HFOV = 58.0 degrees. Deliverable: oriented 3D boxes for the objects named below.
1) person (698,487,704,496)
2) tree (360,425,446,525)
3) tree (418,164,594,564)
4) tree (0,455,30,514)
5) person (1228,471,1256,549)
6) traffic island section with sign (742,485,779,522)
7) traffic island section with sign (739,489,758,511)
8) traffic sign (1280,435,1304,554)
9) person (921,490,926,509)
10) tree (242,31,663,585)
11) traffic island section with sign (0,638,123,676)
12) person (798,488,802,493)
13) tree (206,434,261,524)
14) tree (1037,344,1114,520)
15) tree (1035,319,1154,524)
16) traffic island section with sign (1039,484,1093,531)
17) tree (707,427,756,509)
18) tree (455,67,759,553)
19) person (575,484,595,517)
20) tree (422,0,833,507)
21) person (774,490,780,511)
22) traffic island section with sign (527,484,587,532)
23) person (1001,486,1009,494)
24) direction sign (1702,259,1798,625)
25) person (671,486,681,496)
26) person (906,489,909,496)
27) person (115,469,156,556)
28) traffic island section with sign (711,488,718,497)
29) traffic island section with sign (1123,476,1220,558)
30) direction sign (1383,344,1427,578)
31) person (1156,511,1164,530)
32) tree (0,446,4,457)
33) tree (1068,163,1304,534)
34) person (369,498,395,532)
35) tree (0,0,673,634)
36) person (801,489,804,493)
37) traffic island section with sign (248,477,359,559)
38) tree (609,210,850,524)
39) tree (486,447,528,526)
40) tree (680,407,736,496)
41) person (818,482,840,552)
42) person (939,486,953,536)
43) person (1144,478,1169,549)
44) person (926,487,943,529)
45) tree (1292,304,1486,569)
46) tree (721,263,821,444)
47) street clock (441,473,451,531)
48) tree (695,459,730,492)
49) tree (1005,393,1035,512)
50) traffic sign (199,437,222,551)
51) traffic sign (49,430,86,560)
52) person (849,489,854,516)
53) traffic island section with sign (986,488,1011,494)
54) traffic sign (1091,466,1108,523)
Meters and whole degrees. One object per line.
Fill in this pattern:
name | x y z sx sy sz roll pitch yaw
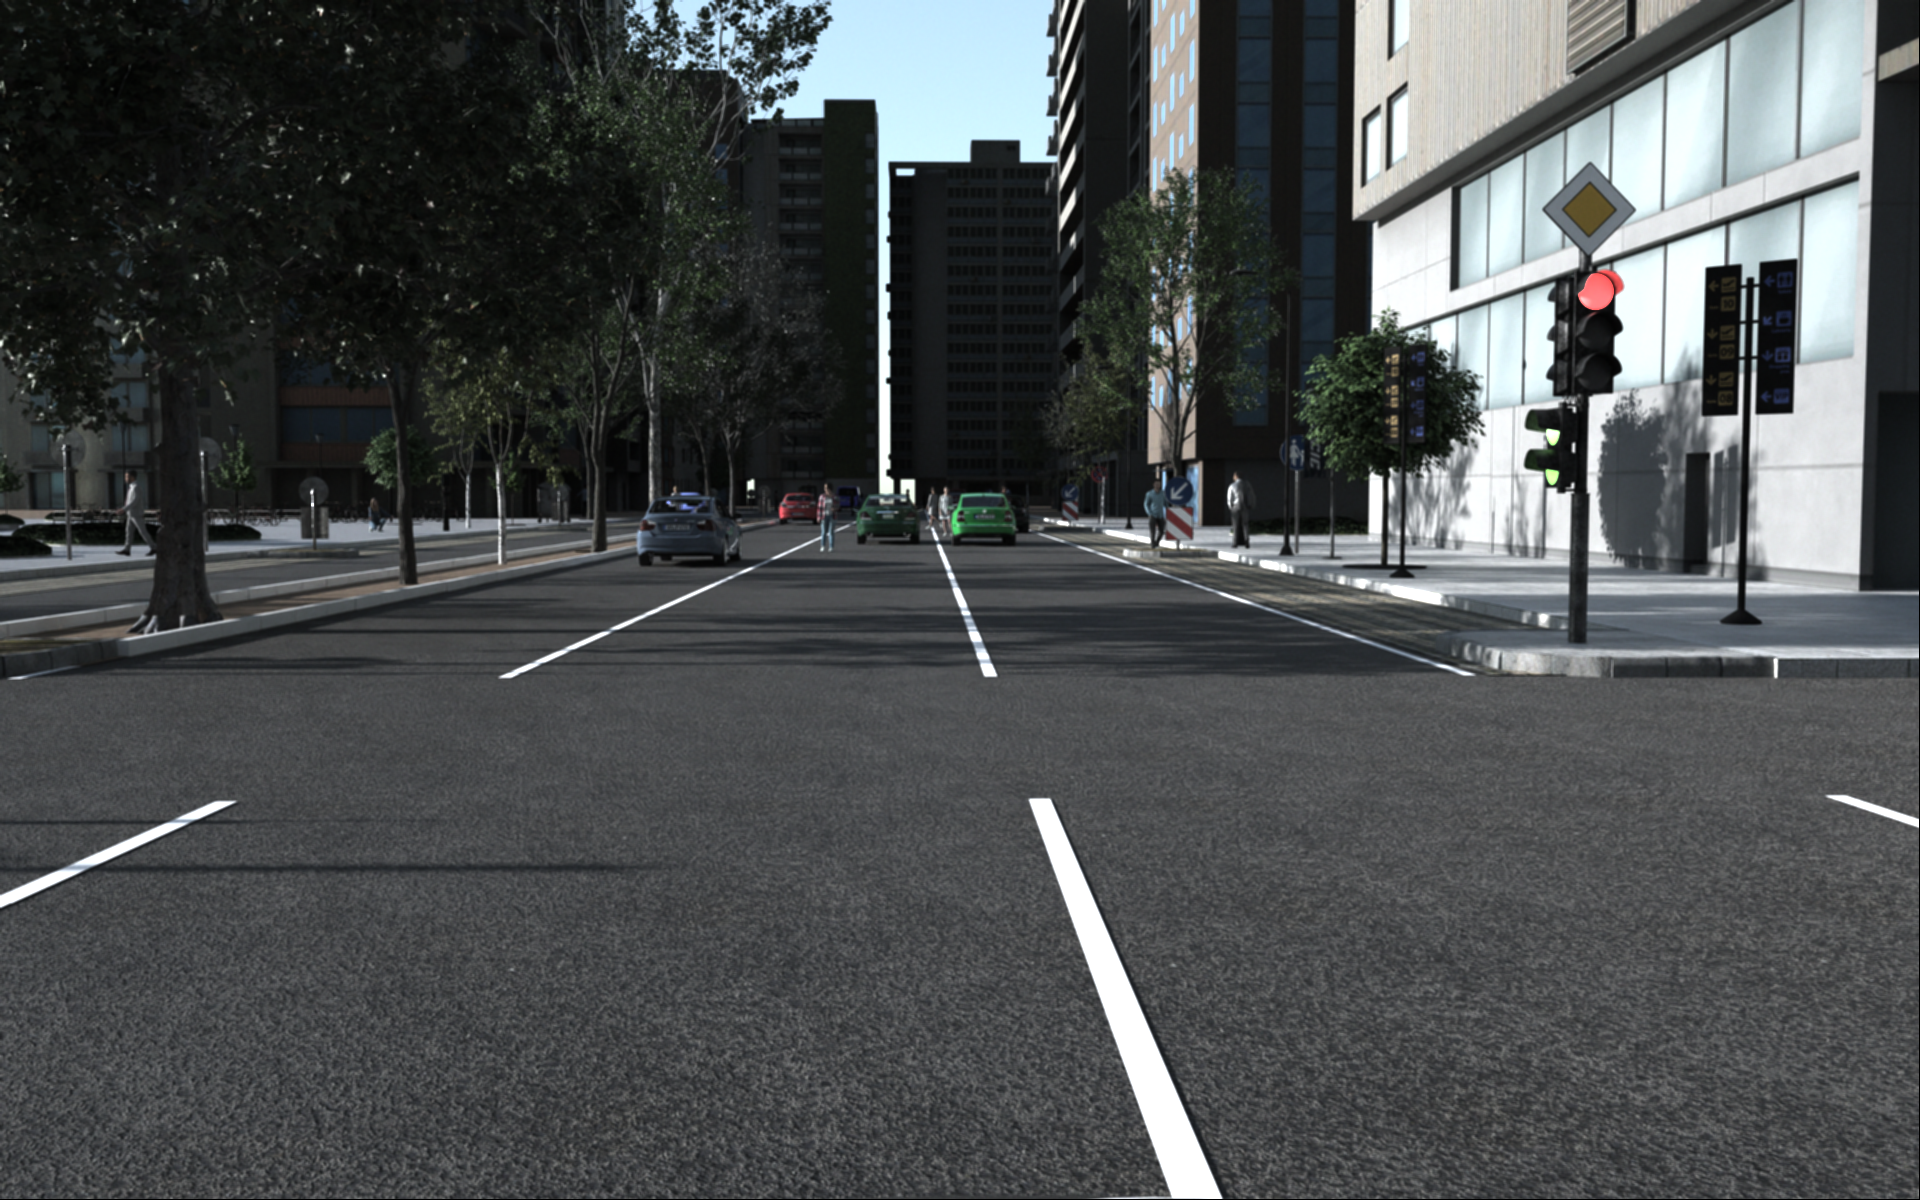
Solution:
person | -20.769 -8.139 139.134 1.348 1.821 0.705 -1 4 -21
tree | -23.562 -5.463 73.035 4.285 4.588 4.351 0 3 0
tree | -9.235 -5.006 34.669 4.737 8.622 4.395 0 3 0
tree | -46.514 -5.488 84.323 1.663 3.219 1.824 0 3 0
person | 6.651 -2.125 40.893 0.679 1.850 0.850 -1 4 -9
traffic island section with sign | -10.163 -4.971 89.416 2.006 1.907 1.989 0 4 -1
traffic island section with sign | -17.207 -8.230 143.185 1.989 1.847 2.006 0 4 -1
traffic sign | 7.265 -2.275 37.297 0.768 2.556 0.104 0 4 1
person | -3.385 -9.454 163.203 0.705 1.807 1.348 1 4 16
tree | -8.689 -5.535 27.361 8.767 10.594 7.601 0 4 -1
traffic island section with sign | -8.376 -0.377 14.299 2.006 1.907 1.989 0 4 -1
person | -9.725 -5.901 104.993 1.348 1.823 0.705 1 4 13
tree | -22.483 -3.660 54.446 1.663 3.219 1.824 0 3 0
tree | 5.803 -8.293 85.954 4.360 8.622 3.978 0 3 0
tree | 6.126 -7.537 73.587 4.737 8.622 4.395 0 3 0
traffic island section with sign | 4.116 -3.601 67.504 1.989 1.847 2.006 0 4 -1
tree | -20.104 -12.353 152.335 4.737 8.622 4.395 0 3 0
tree | -8.732 -6.960 42.009 9.928 11.665 9.643 0 3 0
person | -20.886 -5.544 96.680 1.348 1.826 0.705 0 4 6
tree | -10.593 -11.937 53.520 12.611 20.169 13.585 0 3 0
person | -15.552 -8.453 147.418 0.721 1.736 1.217 -2 4 -26
traffic island section with sign | -15.390 -3.531 66.364 1.989 1.847 2.006 0 4 -1
person | 1.866 -3.959 73.588 0.532 1.782 0.716 3 5 41
direction sign | 7.748 -1.534 17.075 0.379 3.537 0.876 -3 5 -43
person | -12.597 -4.146 76.647 0.694 1.780 0.624 0 4 -6
person | -4.087 -7.848 136.751 0.705 1.831 1.348 0 4 2
person | -17.099 -1.812 35.950 0.850 1.792 0.678 -2 4 -28
traffic island section with sign | -16.575 -6.582 116.237 1.989 1.847 2.006 0 4 -1
traffic island section with sign | 4.778 -1.891 39.554 1.989 1.847 2.006 0 4 -1
direction sign | 6.803 -2.113 26.549 0.379 3.537 0.876 -2 4 -30
person | 7.078 -3.075 61.336 0.382 1.210 0.505 -3 4 -37
tree | -26.469 -3.708 44.345 4.285 4.588 4.351 0 3 0
tree | 6.970 -7.901 54.931 9.928 11.665 9.643 0 3 0
person | -19.756 -2.901 58.968 1.012 1.151 0.738 -3 5 -40
tree | -8.092 -6.012 17.764 9.611 12.733 9.660 0 3 0
person | -10.245 -6.294 112.079 0.621 1.740 0.551 0 4 8
traffic island section with sign | -14.732 -1.864 39.103 1.989 1.847 2.006 0 4 -1
tree | -9.810 -9.890 74.521 12.009 13.543 11.850 0 3 0
tree | -18.162 -4.644 70.533 1.663 3.219 1.824 0 3 0
tree | -19.049 -11.006 130.310 4.360 8.622 3.978 0 3 0
person | -3.275 -2.076 43.280 0.563 1.720 0.643 0 4 1
person | -0.461 -3.050 59.367 0.512 1.701 0.522 0 4 3
person | 4.883 -2.112 43.054 0.660 1.820 0.620 -2 4 -24
person | -1.061 -3.829 71.847 0.760 1.731 0.466 1 4 13
tree | 7.321 -2.837 30.103 4.285 4.588 4.351 0 3 0
tree | -9.326 -7.820 64.728 8.767 10.594 7.601 0 4 -1
street clock | -17.906 -3.409 60.308 0.358 2.002 0.471 -2 4 -26
tree | -20.566 -9.875 145.176 4.285 4.588 4.351 0 3 0
tree | 4.987 -10.622 124.036 4.737 8.622 4.395 0 3 0
traffic sign | -16.866 -2.359 38.677 0.768 2.556 0.104 0 4 3
traffic sign | -17.363 -2.054 33.689 0.768 2.556 0.104 0 4 7
person | -7.144 -6.391 113.714 0.721 1.735 1.217 0 4 1
traffic island section with sign | 2.946 -6.609 116.688 1.989 1.847 2.006 0 4 -1
traffic sign | 6.271 -4.758 77.898 0.768 2.556 0.104 0 4 7
